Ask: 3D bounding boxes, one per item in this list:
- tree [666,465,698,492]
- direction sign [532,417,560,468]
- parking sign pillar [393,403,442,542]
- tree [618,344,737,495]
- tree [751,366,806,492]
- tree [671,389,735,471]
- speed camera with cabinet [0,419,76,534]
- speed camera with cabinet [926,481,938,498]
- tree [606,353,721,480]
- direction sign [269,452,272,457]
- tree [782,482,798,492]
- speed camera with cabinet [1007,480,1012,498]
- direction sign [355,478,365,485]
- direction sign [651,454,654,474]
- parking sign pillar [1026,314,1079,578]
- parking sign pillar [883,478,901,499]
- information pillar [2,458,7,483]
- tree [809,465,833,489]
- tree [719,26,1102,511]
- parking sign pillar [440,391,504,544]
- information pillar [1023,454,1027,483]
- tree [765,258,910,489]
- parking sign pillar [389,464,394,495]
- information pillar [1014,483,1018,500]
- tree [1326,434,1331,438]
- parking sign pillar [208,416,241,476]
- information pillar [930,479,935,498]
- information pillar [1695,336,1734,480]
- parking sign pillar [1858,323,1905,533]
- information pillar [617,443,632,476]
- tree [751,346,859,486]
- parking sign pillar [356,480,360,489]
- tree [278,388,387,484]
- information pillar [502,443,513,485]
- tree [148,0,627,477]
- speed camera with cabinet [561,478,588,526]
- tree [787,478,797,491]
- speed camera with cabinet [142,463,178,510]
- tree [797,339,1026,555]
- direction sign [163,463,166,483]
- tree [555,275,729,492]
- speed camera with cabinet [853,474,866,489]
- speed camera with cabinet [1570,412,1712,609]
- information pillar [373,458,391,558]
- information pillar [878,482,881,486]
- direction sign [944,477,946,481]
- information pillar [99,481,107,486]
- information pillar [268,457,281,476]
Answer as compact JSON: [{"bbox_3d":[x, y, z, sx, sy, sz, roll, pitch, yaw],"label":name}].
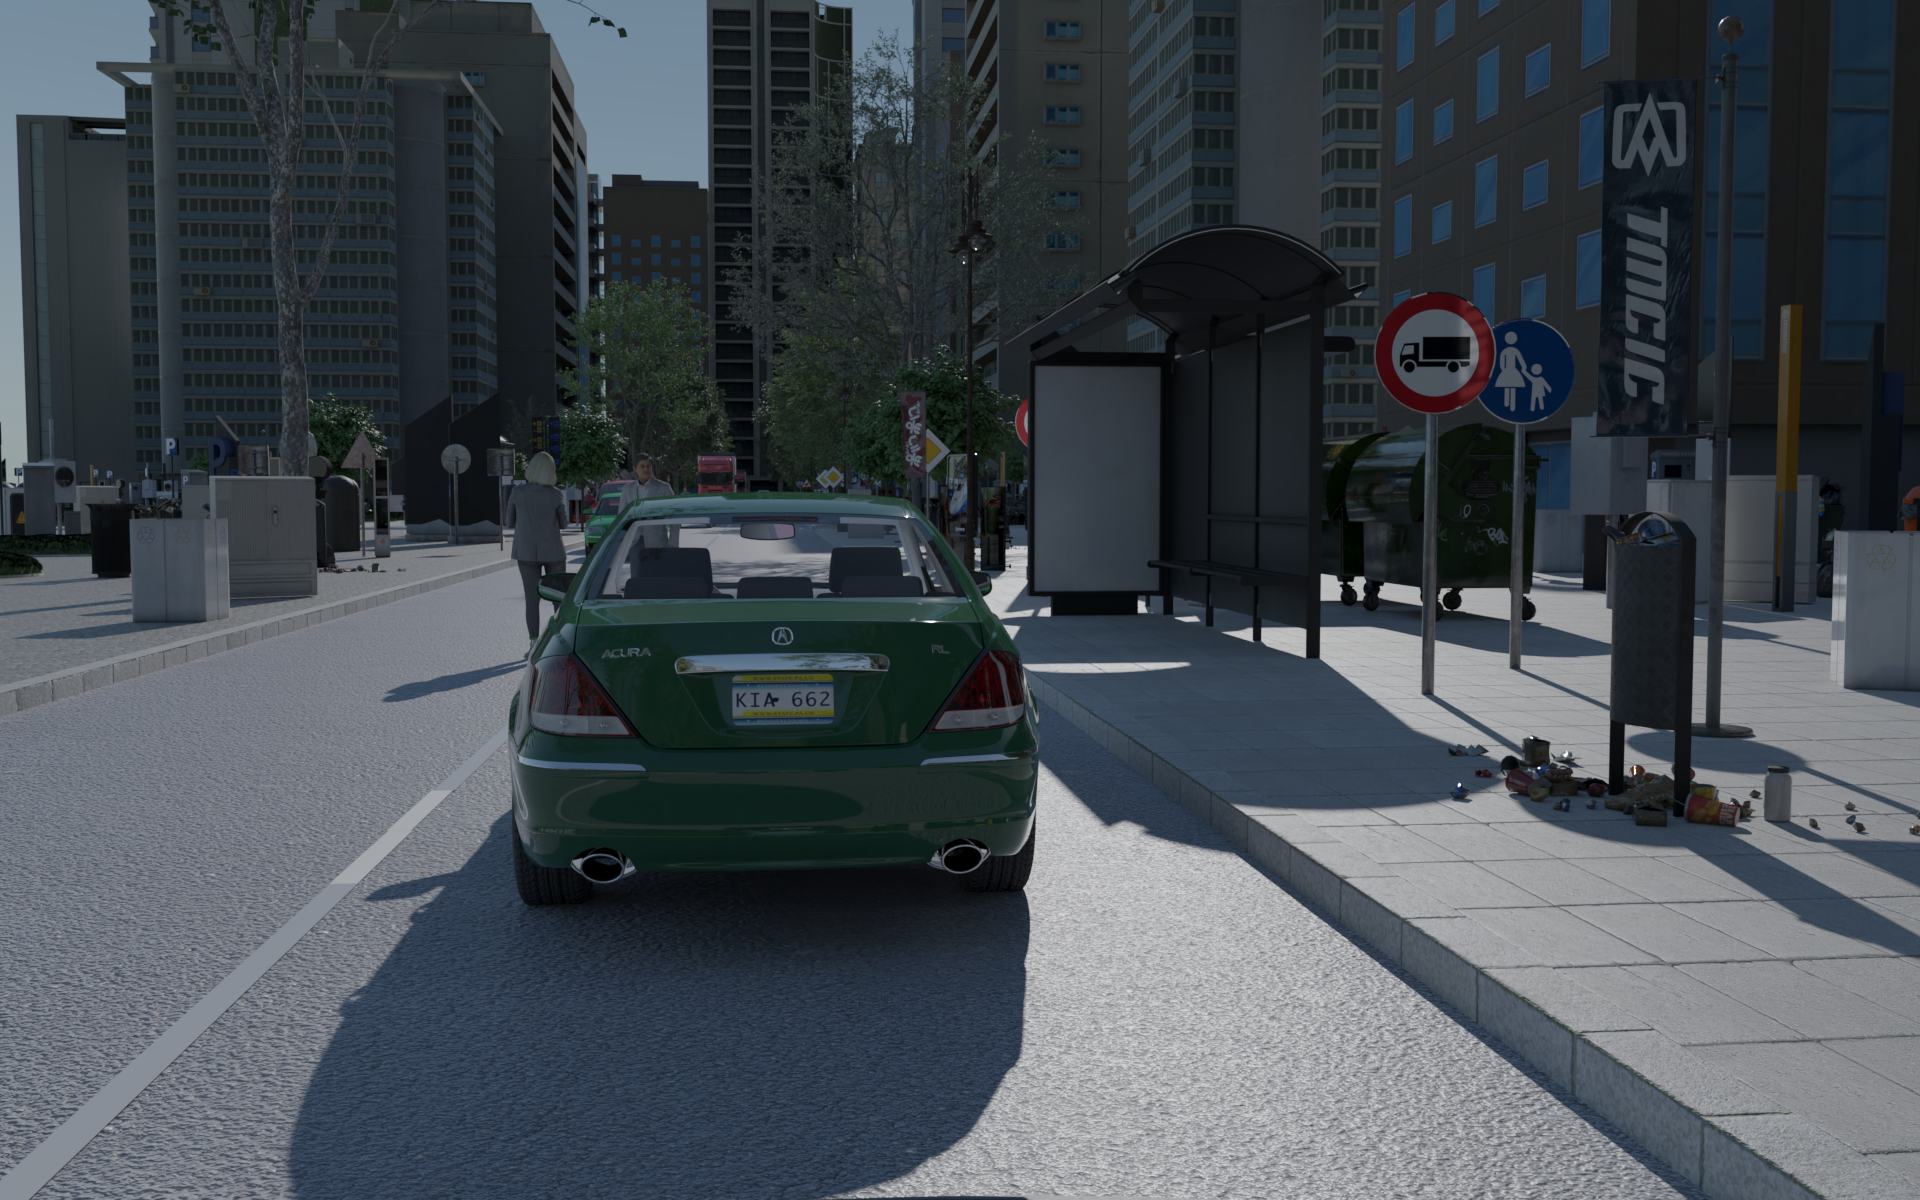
[{"bbox_3d":[-24.380,-10.338,152.743,4.285,4.588,4.351,0,3,0],"label":"tree"},{"bbox_3d":[-12.164,-3.607,50.969,0.876,3.537,0.379,1,4,13],"label":"direction sign"},{"bbox_3d":[-14.443,-3.597,47.291,1.447,3.967,1.447,0,4,-1],"label":"parking sign pillar"},{"bbox_3d":[-21.681,-13.106,131.294,9.611,12.733,9.660,0,3,0],"label":"tree"},{"bbox_3d":[-14.670,-15.675,162.935,9.857,13.997,8.962,0,3,0],"label":"tree"},{"bbox_3d":[-25.239,-15.139,165.644,7.486,12.596,7.792,0,3,0],"label":"tree"},{"bbox_3d":[-24.021,-3.094,44.924,0.660,3.252,2.038,2,4,26],"label":"speed camera with cabinet"},{"bbox_3d":[-0.982,-6.717,104.155,2.038,3.252,0.660,0,4,4],"label":"speed camera with cabinet"},{"bbox_3d":[-18.628,-10.611,107.906,8.767,10.594,7.601,1,4,11],"label":"tree"},{"bbox_3d":[-37.003,-6.180,93.042,0.379,3.537,0.876,-1,4,-16],"label":"direction sign"},{"bbox_3d":[-16.849,-13.891,177.472,4.360,8.622,3.978,0,3,0],"label":"tree"},{"bbox_3d":[2.403,-7.217,112.336,2.038,3.252,0.660,-2,4,-34],"label":"speed camera with cabinet"},{"bbox_3d":[-38.378,-7.236,110.305,0.876,3.537,0.379,-1,4,-16],"label":"direction sign"},{"bbox_3d":[-17.505,-6.523,98.647,0.379,3.537,0.876,0,4,-3],"label":"direction sign"},{"bbox_3d":[1.728,-2.312,26.269,1.447,3.967,1.447,-2,4,-32],"label":"parking sign pillar"},{"bbox_3d":[-2.944,-5.375,76.360,1.447,3.967,1.447,2,4,23],"label":"parking sign pillar"},{"bbox_3d":[-62.310,-7.429,112.823,0.183,3.616,0.504,1,4,15],"label":"information pillar"},{"bbox_3d":[-7.892,-6.376,98.841,1.663,3.219,1.824,0,3,0],"label":"tree"},{"bbox_3d":[-1.195,-8.266,45.514,12.009,13.543,11.850,0,3,0],"label":"tree"},{"bbox_3d":[-12.715,-3.481,45.379,1.447,3.967,1.447,-1,4,-21],"label":"parking sign pillar"},{"bbox_3d":[3.904,-6.712,101.090,0.504,3.616,0.183,3,4,39],"label":"information pillar"},{"bbox_3d":[-5.244,-10.082,82.964,7.486,12.596,7.792,0,3,0],"label":"tree"},{"bbox_3d":[-34.960,-7.329,108.300,1.447,3.967,1.447,-2,4,-34],"label":"parking sign pillar"},{"bbox_3d":[3.702,-6.583,112.120,0.304,2.012,0.304,-1,4,-12],"label":"information pillar"},{"bbox_3d":[11.861,-3.739,55.733,1.663,3.219,1.824,0,3,0],"label":"tree"},{"bbox_3d":[-25.119,-4.325,59.187,1.447,3.967,1.447,3,4,38],"label":"parking sign pillar"},{"bbox_3d":[-1.252,-5.117,75.012,0.183,3.616,0.504,2,4,31],"label":"information pillar"},{"bbox_3d":[11.246,-2.108,25.824,0.504,3.616,0.183,2,4,34],"label":"information pillar"},{"bbox_3d":[14.840,-2.414,27.941,1.447,3.967,1.447,1,4,21],"label":"parking sign pillar"},{"bbox_3d":[-14.713,-5.146,75.496,0.504,3.616,0.183,-2,4,-34],"label":"information pillar"},{"bbox_3d":[-10.816,-13.005,129.641,9.611,12.733,9.660,0,3,0],"label":"tree"},{"bbox_3d":[-45.284,-8.567,128.547,1.447,3.967,1.447,0,4,2],"label":"parking sign pillar"},{"bbox_3d":[-19.492,-4.282,53.731,4.285,4.588,4.351,0,3,0],"label":"tree"},{"bbox_3d":[-20.865,-5.418,79.936,0.504,3.616,0.183,-2,4,-35],"label":"information pillar"},{"bbox_3d":[-9.653,-10.232,23.180,12.611,20.169,13.585,0,3,0],"label":"tree"},{"bbox_3d":[-15.879,-4.586,69.315,0.660,3.252,2.038,3,4,39],"label":"speed camera with cabinet"},{"bbox_3d":[-14.112,-10.407,153.874,4.285,4.588,4.351,0,3,0],"label":"tree"},{"bbox_3d":[-50.940,-7.091,110.277,2.038,3.252,0.660,0,4,2],"label":"speed camera with cabinet"},{"bbox_3d":[-0.426,-3.242,36.725,4.285,4.588,4.351,0,3,0],"label":"tree"},{"bbox_3d":[-58.036,-8.221,126.408,0.379,3.537,0.876,-1,4,-14],"label":"direction sign"},{"bbox_3d":[-15.461,-9.616,82.982,9.928,11.665,9.643,0,3,0],"label":"tree"},{"bbox_3d":[-5.511,-6.905,107.232,2.038,3.252,0.660,0,4,4],"label":"speed camera with cabinet"},{"bbox_3d":[7.906,-1.567,19.950,2.038,3.252,0.660,-2,4,-33],"label":"speed camera with cabinet"},{"bbox_3d":[-11.701,-1.869,35.045,0.304,2.012,0.304,-1,4,-20],"label":"information pillar"},{"bbox_3d":[-4.923,-7.150,108.260,0.504,3.616,0.183,-1,4,-21],"label":"information pillar"},{"bbox_3d":[-1.030,-6.707,101.649,0.876,3.537,0.379,0,4,2],"label":"direction sign"},{"bbox_3d":[-47.835,-5.640,96.701,0.304,2.012,0.304,-1,4,-11],"label":"information pillar"},{"bbox_3d":[-13.612,-1.848,34.708,0.304,2.012,0.304,1,4,21],"label":"information pillar"}]
